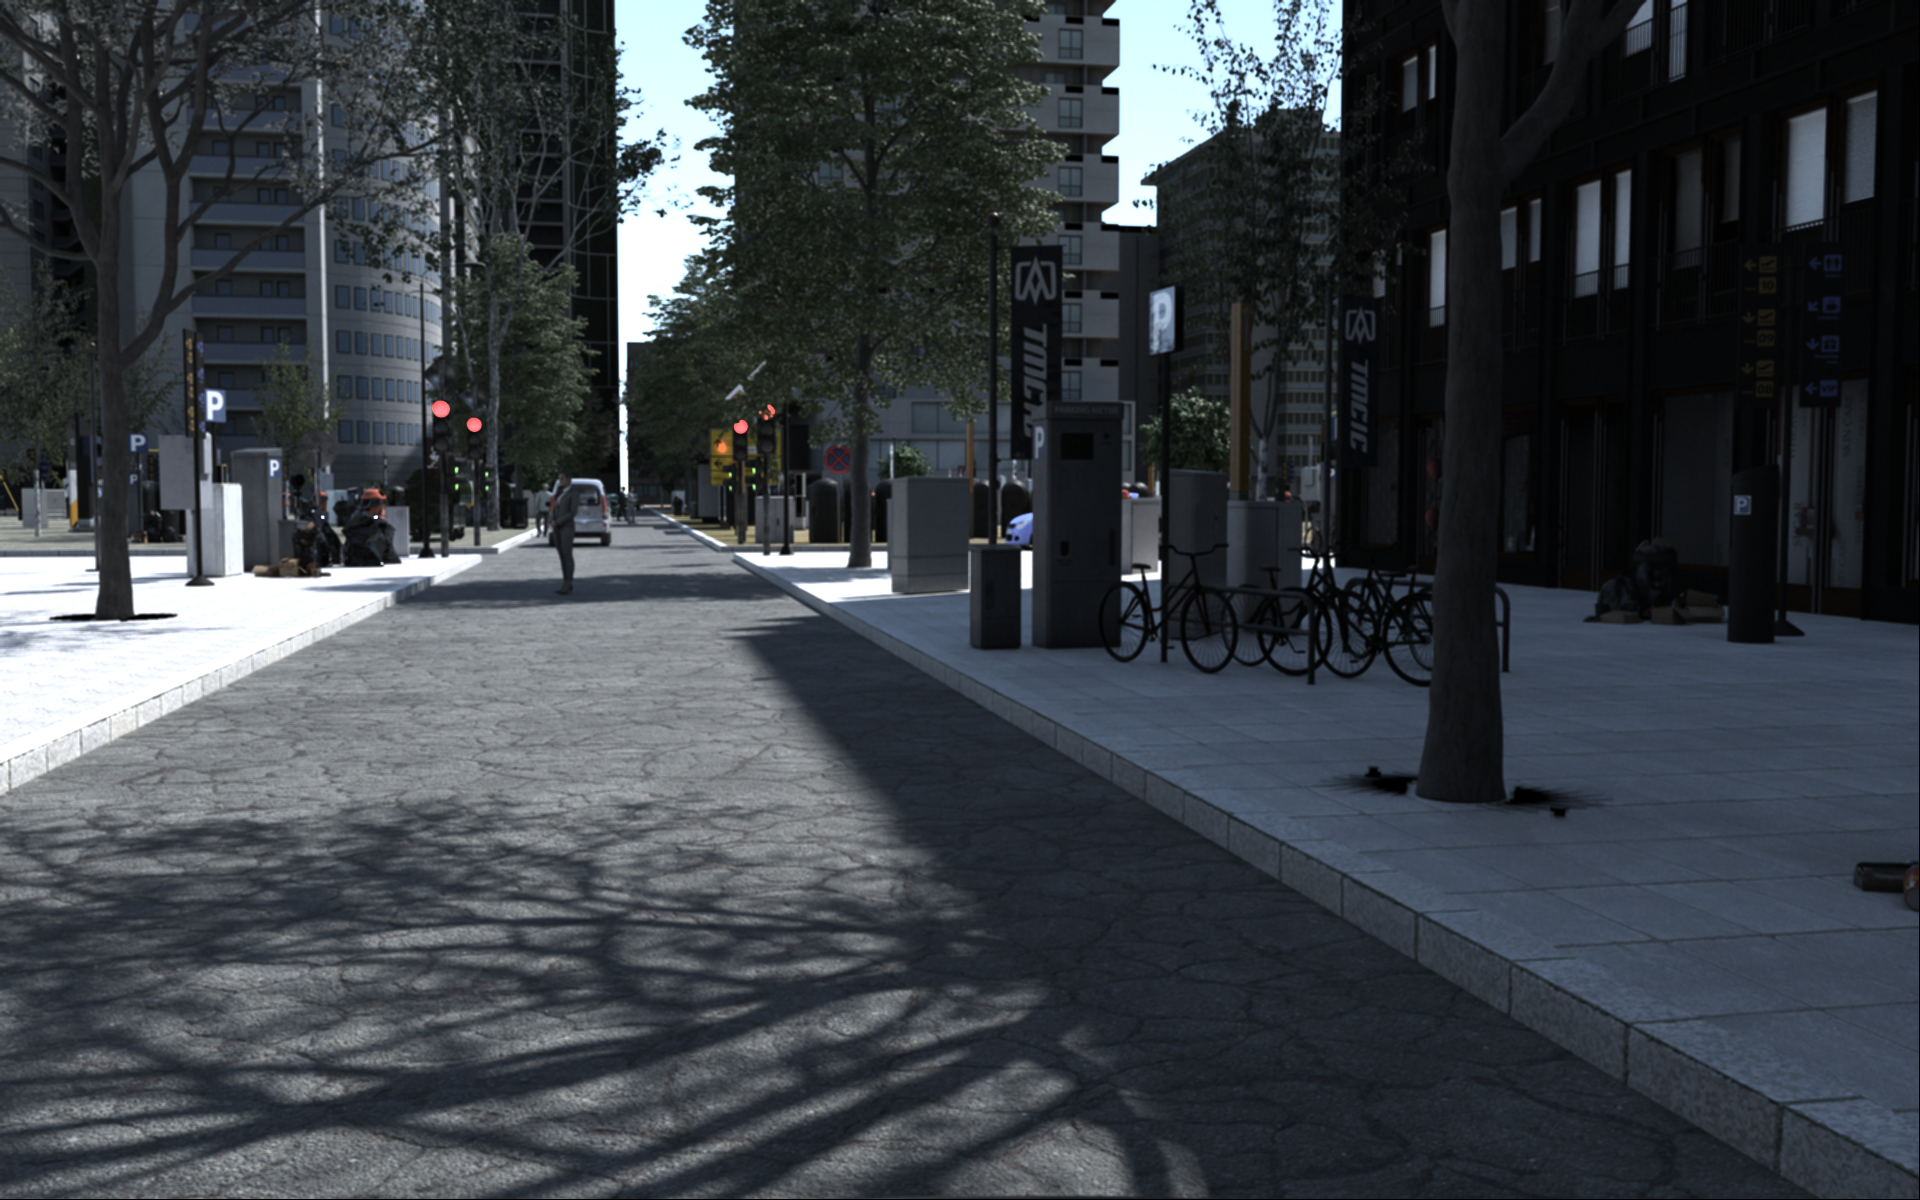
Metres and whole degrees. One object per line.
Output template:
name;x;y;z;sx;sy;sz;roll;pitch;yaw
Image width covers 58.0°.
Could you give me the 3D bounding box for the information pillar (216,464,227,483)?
information pillar;-18.340;-2.349;42.893;0.304;2.012;0.304;0;4;-5

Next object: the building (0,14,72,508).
building;-94.570;-44.214;161.159;20.611;71.187;20.563;-1;4;-11

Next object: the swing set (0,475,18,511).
swing set;-49.631;-5.498;87.508;2.862;2.851;3.119;0;4;-1

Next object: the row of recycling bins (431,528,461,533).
row of recycling bins;-17.245;-3.119;58.111;1.069;1.692;3.534;-1;4;-18

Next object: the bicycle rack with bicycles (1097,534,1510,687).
bicycle rack with bicycles;2.701;0.046;12.631;2.852;0.926;2.925;-2;4;-26

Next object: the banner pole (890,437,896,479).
banner pole;-2.913;-5.211;75.218;0.401;3.779;0.863;1;4;16

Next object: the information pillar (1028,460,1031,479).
information pillar;4.459;-7.344;111.435;0.183;3.616;0.504;-1;4;-15

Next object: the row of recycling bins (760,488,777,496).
row of recycling bins;-10.888;-6.133;107.383;3.534;1.692;1.069;1;4;19

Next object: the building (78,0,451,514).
building;-48.952;-35.693;125.578;21.231;58.520;28.212;-1;4;-11

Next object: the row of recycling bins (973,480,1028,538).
row of recycling bins;1.194;-2.692;51.123;3.534;1.692;1.069;0;4;4

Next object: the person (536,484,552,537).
person;-13.701;-2.969;57.525;0.782;1.767;0.515;-1;4;-20

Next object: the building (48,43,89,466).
building;-77.991;-31.666;167.857;14.200;45.320;14.600;-1;4;-11

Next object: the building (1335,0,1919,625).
building;14.133;-11.833;23.154;12.332;23.373;15.834;-1;4;-11

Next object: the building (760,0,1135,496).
building;-2.366;-34.116;147.027;28.713;52.752;27.495;-1;4;-11

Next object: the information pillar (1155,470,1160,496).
information pillar;12.961;-7.488;113.788;0.183;3.616;0.504;2;4;34

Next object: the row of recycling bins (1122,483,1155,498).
row of recycling bins;5.852;-3.440;63.351;1.069;1.692;3.534;-1;4;-22

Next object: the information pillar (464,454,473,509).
information pillar;-26.189;-6.177;92.341;0.504;3.616;0.183;1;4;19

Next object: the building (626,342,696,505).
building;-28.185;-23.132;223.251;28.899;21.520;27.650;-1;4;-11

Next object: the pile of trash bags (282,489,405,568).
pile of trash bags;-11.169;-1.345;31.741;1.912;1.369;3.447;0;4;-3

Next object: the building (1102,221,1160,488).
building;12.740;-25.396;186.925;14.107;30.474;14.160;-1;4;-11

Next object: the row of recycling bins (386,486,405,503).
row of recycling bins;-29.240;-5.054;89.740;1.069;1.692;3.534;-1;4;-19

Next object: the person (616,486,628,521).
person;-17.706;-5.068;91.132;0.755;1.850;0.659;-1;4;-13

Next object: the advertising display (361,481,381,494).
advertising display;-28.452;-4.802;83.734;0.123;1.923;0.974;3;5;40

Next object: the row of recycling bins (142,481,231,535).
row of recycling bins;-24.643;-2.889;54.352;1.069;1.692;3.534;1;4;19

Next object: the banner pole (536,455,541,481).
banner pole;-24.004;-6.646;98.679;0.401;3.779;0.863;0;4;6

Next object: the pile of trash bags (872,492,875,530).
pile of trash bags;-2.539;-3.243;62.778;1.912;1.369;3.447;-3;4;-37

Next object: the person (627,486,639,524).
person;-15.742;-4.565;83.331;0.583;1.804;0.606;0;4;-4

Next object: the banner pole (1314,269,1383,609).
banner pole;4.337;-1.799;19.437;0.863;3.779;0.401;-1;4;-15

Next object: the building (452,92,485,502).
building;-57.431;-28.776;162.364;23.993;40.220;32.217;-1;4;-11

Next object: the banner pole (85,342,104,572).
banner pole;-14.288;-2.380;28.929;0.401;3.779;0.863;1;4;13

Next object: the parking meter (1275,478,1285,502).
parking meter;11.984;-3.617;64.851;0.255;1.863;0.399;-1;4;-13

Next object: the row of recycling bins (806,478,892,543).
row of recycling bins;-2.287;-2.391;46.207;3.534;1.692;1.069;-2;4;-24

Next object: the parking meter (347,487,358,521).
parking meter;-22.012;-3.326;62.790;0.372;1.533;0.369;0;3;0

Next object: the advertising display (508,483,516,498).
advertising display;-25.716;-5.795;99.965;0.974;1.923;0.123;-2;4;-33

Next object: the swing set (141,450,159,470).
swing set;-28.657;-3.886;61.163;3.119;2.851;2.862;-1;4;-21

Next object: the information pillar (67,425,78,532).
information pillar;-30.243;-4.147;59.150;0.183;3.616;0.504;1;4;18

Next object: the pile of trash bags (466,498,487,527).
pile of trash bags;-19.984;-3.591;68.472;3.447;1.369;1.912;1;4;21

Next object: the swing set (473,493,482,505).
swing set;-29.656;-6.950;111.255;3.119;2.851;2.862;0;4;0

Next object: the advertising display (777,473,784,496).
advertising display;-5.451;-2.937;53.230;0.123;1.923;0.974;-1;4;-18

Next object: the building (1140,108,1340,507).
building;33.439;-29.905;180.831;23.993;40.220;32.217;-1;4;-11

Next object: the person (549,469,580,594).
person;-5.766;-0.993;25.016;0.520;1.790;0.573;2;4;26

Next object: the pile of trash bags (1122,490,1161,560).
pile of trash bags;3.240;-1.536;34.872;1.912;1.369;3.447;0;4;4

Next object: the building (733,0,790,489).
building;-12.008;-38.612;173.299;21.231;58.520;28.212;-1;4;-11

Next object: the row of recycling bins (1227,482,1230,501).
row of recycling bins;8.980;-3.400;62.698;1.069;1.692;3.534;-2;4;-25

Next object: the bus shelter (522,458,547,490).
bus shelter;-26.102;-7.066;106.812;1.731;3.624;6.357;-1;4;-11

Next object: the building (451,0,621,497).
building;-52.743;-47.428;213.700;20.611;71.187;20.563;-1;4;-11

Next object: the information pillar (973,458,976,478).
information pillar;0.835;-7.333;111.250;0.183;3.616;0.504;3;5;44

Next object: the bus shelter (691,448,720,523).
bus shelter;-10.465;-4.937;74.649;2.014;3.302;5.546;-1;4;-11

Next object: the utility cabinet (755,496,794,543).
utility cabinet;-4.876;-2.098;45.459;1.020;1.237;0.306;2;4;24

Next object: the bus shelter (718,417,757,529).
bus shelter;-8.455;-5.480;67.228;2.179;5.291;8.768;-1;4;-11

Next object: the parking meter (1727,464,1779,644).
parking meter;6.858;-0.402;14.976;0.372;1.533;0.369;0;3;0

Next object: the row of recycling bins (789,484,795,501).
row of recycling bins;-5.528;-3.889;70.692;3.534;1.692;1.069;2;4;28

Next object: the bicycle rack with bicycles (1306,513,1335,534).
bicycle rack with bicycles;8.425;-1.265;34.068;2.852;0.926;2.925;-1;4;-14

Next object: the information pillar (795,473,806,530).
information pillar;-5.660;-3.481;61.412;0.304;2.012;0.304;1;4;14

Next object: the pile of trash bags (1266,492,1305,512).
pile of trash bags;16.647;-4.623;85.344;3.447;1.369;1.912;0;3;0

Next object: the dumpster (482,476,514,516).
dumpster;-22.629;-5.019;84.550;1.502;2.255;1.985;-1;4;-11

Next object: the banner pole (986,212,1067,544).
banner pole;0.519;-1.556;15.453;0.863;3.779;0.401;1;4;13
